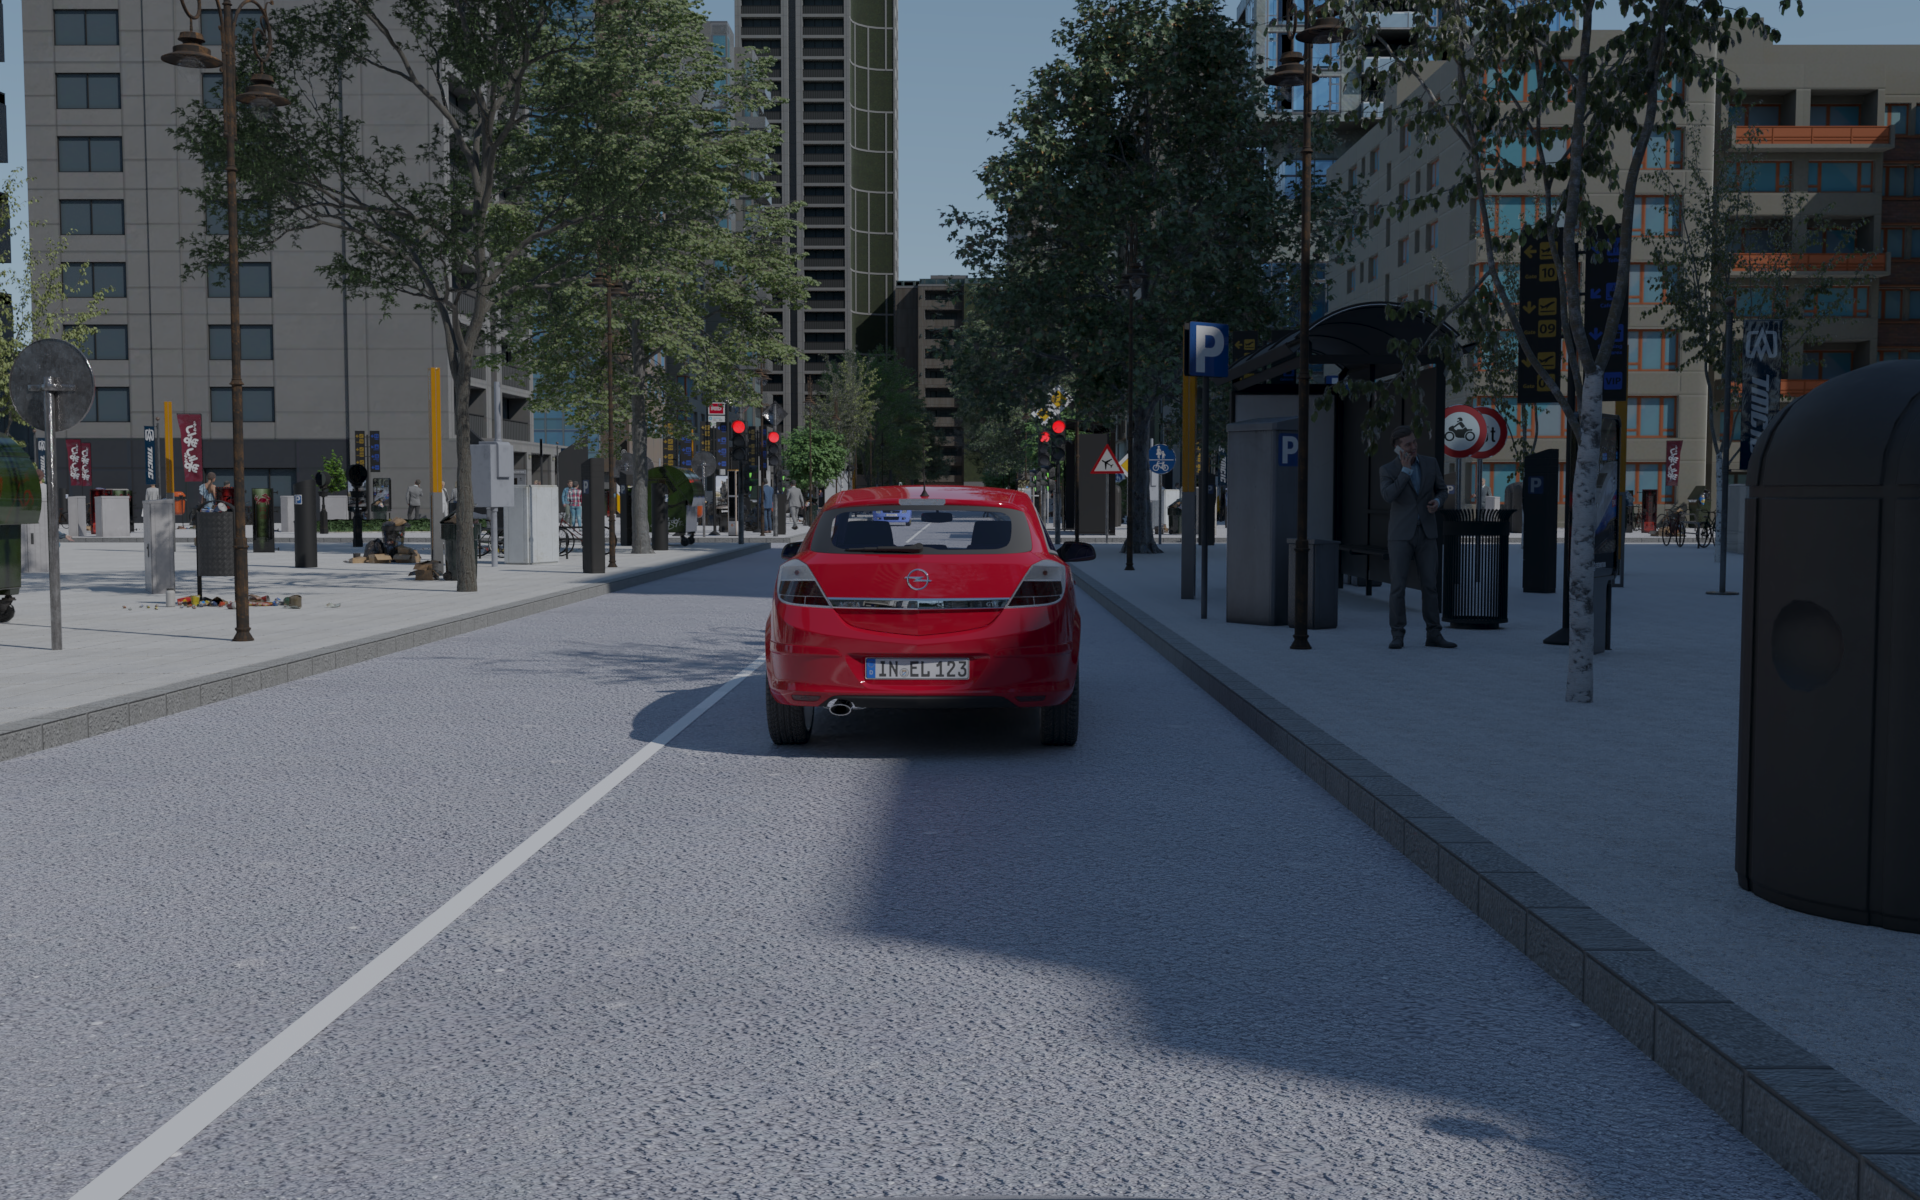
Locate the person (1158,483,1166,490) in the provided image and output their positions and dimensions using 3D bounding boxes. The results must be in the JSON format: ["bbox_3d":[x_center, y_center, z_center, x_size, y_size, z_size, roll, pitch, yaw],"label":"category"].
[{"bbox_3d":[9.043,-4.376,77.699,0.850,1.850,0.679,-1,4,-14],"label":"person"}]

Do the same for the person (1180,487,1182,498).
[{"bbox_3d":[7.633,-3.225,58.868,0.391,1.810,0.635,0,4,0],"label":"person"}]

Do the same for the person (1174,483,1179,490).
[{"bbox_3d":[10.845,-4.928,86.392,0.755,1.850,0.659,2,4,31],"label":"person"}]

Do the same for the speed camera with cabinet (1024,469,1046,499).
[{"bbox_3d":[3.131,-4.742,71.865,0.660,3.252,2.038,1,4,13],"label":"speed camera with cabinet"}]

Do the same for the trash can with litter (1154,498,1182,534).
[{"bbox_3d":[7.035,-2.819,57.485,1.055,1.170,0.624,-1,4,-11],"label":"trash can with litter"}]

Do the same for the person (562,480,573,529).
[{"bbox_3d":[-14.183,-3.452,62.830,0.601,1.785,0.444,-3,4,-37],"label":"person"}]

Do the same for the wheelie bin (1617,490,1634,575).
[{"bbox_3d":[10.205,-1.196,27.468,0.980,1.594,0.693,0,4,-3],"label":"wheelie bin"}]

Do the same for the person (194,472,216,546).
[{"bbox_3d":[-18.156,-2.192,41.978,0.616,1.811,0.778,2,4,34],"label":"person"}]

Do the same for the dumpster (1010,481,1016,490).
[{"bbox_3d":[4.155,-7.615,126.995,1.502,2.255,1.985,0,4,0],"label":"dumpster"}]

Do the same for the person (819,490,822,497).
[{"bbox_3d":[-14.311,-10.444,177.720,0.541,1.710,0.530,3,5,43],"label":"person"}]

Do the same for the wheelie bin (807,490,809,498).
[{"bbox_3d":[-9.623,-6.205,109.354,0.980,1.594,0.693,2,4,33],"label":"wheelie bin"}]

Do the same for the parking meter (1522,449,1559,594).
[{"bbox_3d":[7.528,-1.026,22.489,0.255,1.863,0.399,-3,4,-38],"label":"parking meter"}]

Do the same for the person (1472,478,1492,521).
[{"bbox_3d":[17.006,-3.075,56.495,0.590,1.801,0.661,-3,5,-42],"label":"person"}]

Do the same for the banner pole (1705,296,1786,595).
[{"bbox_3d":[9.972,-1.955,21.980,0.863,3.779,0.401,1,4,12],"label":"banner pole"}]

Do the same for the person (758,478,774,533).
[{"bbox_3d":[-6.326,-3.083,56.635,0.419,1.800,0.721,2,4,33],"label":"person"}]

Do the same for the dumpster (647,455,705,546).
[{"bbox_3d":[-7.240,-2.484,43.112,1.502,2.255,1.985,0,3,0],"label":"dumpster"}]

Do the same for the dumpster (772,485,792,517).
[{"bbox_3d":[-9.670,-5.432,94.576,1.264,1.857,1.865,0,4,0],"label":"dumpster"}]

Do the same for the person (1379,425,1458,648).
[{"bbox_3d":[3.809,-0.522,14.382,0.655,1.846,0.447,0,4,-6],"label":"person"}]

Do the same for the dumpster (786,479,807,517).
[{"bbox_3d":[-9.512,-5.855,98.215,1.502,2.255,1.985,0,4,0],"label":"dumpster"}]

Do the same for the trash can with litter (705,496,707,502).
[{"bbox_3d":[-12.873,-4.498,84.935,1.055,1.170,0.624,0,4,2],"label":"trash can with litter"}]

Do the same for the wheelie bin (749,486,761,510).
[{"bbox_3d":[-9.730,-4.667,84.211,0.693,1.594,0.980,1,4,14],"label":"wheelie bin"}]

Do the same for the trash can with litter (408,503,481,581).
[{"bbox_3d":[-7.660,-0.876,25.709,1.055,1.170,0.624,0,4,3],"label":"trash can with litter"}]

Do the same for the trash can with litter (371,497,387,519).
[{"bbox_3d":[-22.310,-3.326,65.769,1.055,1.170,0.624,0,4,5],"label":"trash can with litter"}]

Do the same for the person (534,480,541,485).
[{"bbox_3d":[-16.683,-3.823,68.530,0.580,1.828,0.573,2,4,31],"label":"person"}]

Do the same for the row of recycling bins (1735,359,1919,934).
[{"bbox_3d":[4.288,0.108,5.353,3.534,1.692,1.069,0,4,0],"label":"row of recycling bins"}]

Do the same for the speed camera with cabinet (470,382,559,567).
[{"bbox_3d":[-8.077,-2.261,31.299,0.660,3.252,2.038,1,4,21],"label":"speed camera with cabinet"}]

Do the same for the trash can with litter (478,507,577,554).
[{"bbox_3d":[-9.569,-1.660,38.200,2.233,1.210,1.678,-1,4,-16],"label":"trash can with litter"}]

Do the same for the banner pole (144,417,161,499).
[{"bbox_3d":[-26.115,-4.043,56.127,0.401,3.779,0.863,1,4,15],"label":"banner pole"}]

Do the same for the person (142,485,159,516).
[{"bbox_3d":[-26.656,-3.104,57.151,0.694,1.780,0.624,0,4,4],"label":"person"}]

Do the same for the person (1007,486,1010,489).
[{"bbox_3d":[2.991,-6.258,108.531,0.661,1.801,0.590,-1,4,-14],"label":"person"}]

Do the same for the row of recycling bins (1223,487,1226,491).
[{"bbox_3d":[14.122,-5.329,94.240,3.534,1.692,1.069,0,4,8],"label":"row of recycling bins"}]

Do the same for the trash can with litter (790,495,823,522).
[{"bbox_3d":[-7.200,-4.188,79.534,1.678,1.210,2.233,-3,4,-36],"label":"trash can with litter"}]

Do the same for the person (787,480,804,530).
[{"bbox_3d":[-5.965,-3.418,62.208,0.678,1.792,0.850,-2,4,-29],"label":"person"}]

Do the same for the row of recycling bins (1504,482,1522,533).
[{"bbox_3d":[18.771,-3.111,57.977,1.069,1.692,3.534,1,4,12],"label":"row of recycling bins"}]

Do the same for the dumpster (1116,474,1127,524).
[{"bbox_3d":[7.422,-4.477,75.691,1.502,2.255,1.985,0,4,0],"label":"dumpster"}]

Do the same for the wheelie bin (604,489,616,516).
[{"bbox_3d":[-20.738,-5.769,102.229,0.980,1.594,0.693,-1,4,-18],"label":"wheelie bin"}]

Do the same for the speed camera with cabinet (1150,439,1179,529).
[{"bbox_3d":[7.130,-4.167,62.467,0.660,3.252,2.038,3,5,40],"label":"speed camera with cabinet"}]

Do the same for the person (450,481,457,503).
[{"bbox_3d":[-19.607,-3.744,67.441,0.709,1.800,0.728,-1,4,-19],"label":"person"}]

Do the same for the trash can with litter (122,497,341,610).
[{"bbox_3d":[-8.163,-0.525,19.648,2.233,1.210,1.678,1,4,15],"label":"trash can with litter"}]

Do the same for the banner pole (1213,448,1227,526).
[{"bbox_3d":[10.552,-4.919,70.449,0.863,3.779,0.401,2,4,27],"label":"banner pole"}]

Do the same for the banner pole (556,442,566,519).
[{"bbox_3d":[-19.028,-5.684,82.944,0.863,3.779,0.401,-1,4,-19],"label":"banner pole"}]

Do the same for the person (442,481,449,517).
[{"bbox_3d":[-22.463,-4.228,75.047,0.818,1.842,0.514,0,4,-2],"label":"person"}]

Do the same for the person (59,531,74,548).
[{"bbox_3d":[-16.157,-1.166,30.598,0.738,1.151,1.012,1,4,20],"label":"person"}]

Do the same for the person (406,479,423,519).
[{"bbox_3d":[-19.325,-3.369,61.311,0.592,1.802,0.473,-1,4,-9],"label":"person"}]

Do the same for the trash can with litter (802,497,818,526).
[{"bbox_3d":[-6.132,-3.585,69.995,0.624,1.170,1.055,-2,4,-27],"label":"trash can with litter"}]

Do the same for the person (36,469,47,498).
[{"bbox_3d":[-17.620,-1.623,33.145,0.524,1.755,0.480,3,4,37],"label":"person"}]

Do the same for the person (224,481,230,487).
[{"bbox_3d":[-27.752,-3.607,65.371,0.623,1.781,0.721,1,4,8],"label":"person"}]

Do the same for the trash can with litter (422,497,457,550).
[{"bbox_3d":[-11.345,-1.808,40.614,2.233,1.210,1.678,0,4,-4],"label":"trash can with litter"}]

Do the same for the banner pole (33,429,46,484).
[{"bbox_3d":[-35.807,-4.735,67.429,0.401,3.779,0.863,1,4,12],"label":"banner pole"}]

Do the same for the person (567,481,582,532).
[{"bbox_3d":[-13.142,-3.200,59.209,0.563,1.720,0.643,0,4,-5],"label":"person"}]

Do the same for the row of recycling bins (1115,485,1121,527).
[{"bbox_3d":[5.805,-3.726,68.030,1.069,1.692,3.534,1,4,10],"label":"row of recycling bins"}]

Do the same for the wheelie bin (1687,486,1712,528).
[{"bbox_3d":[27.743,-3.490,64.963,0.693,1.594,0.980,-1,4,-9],"label":"wheelie bin"}]
